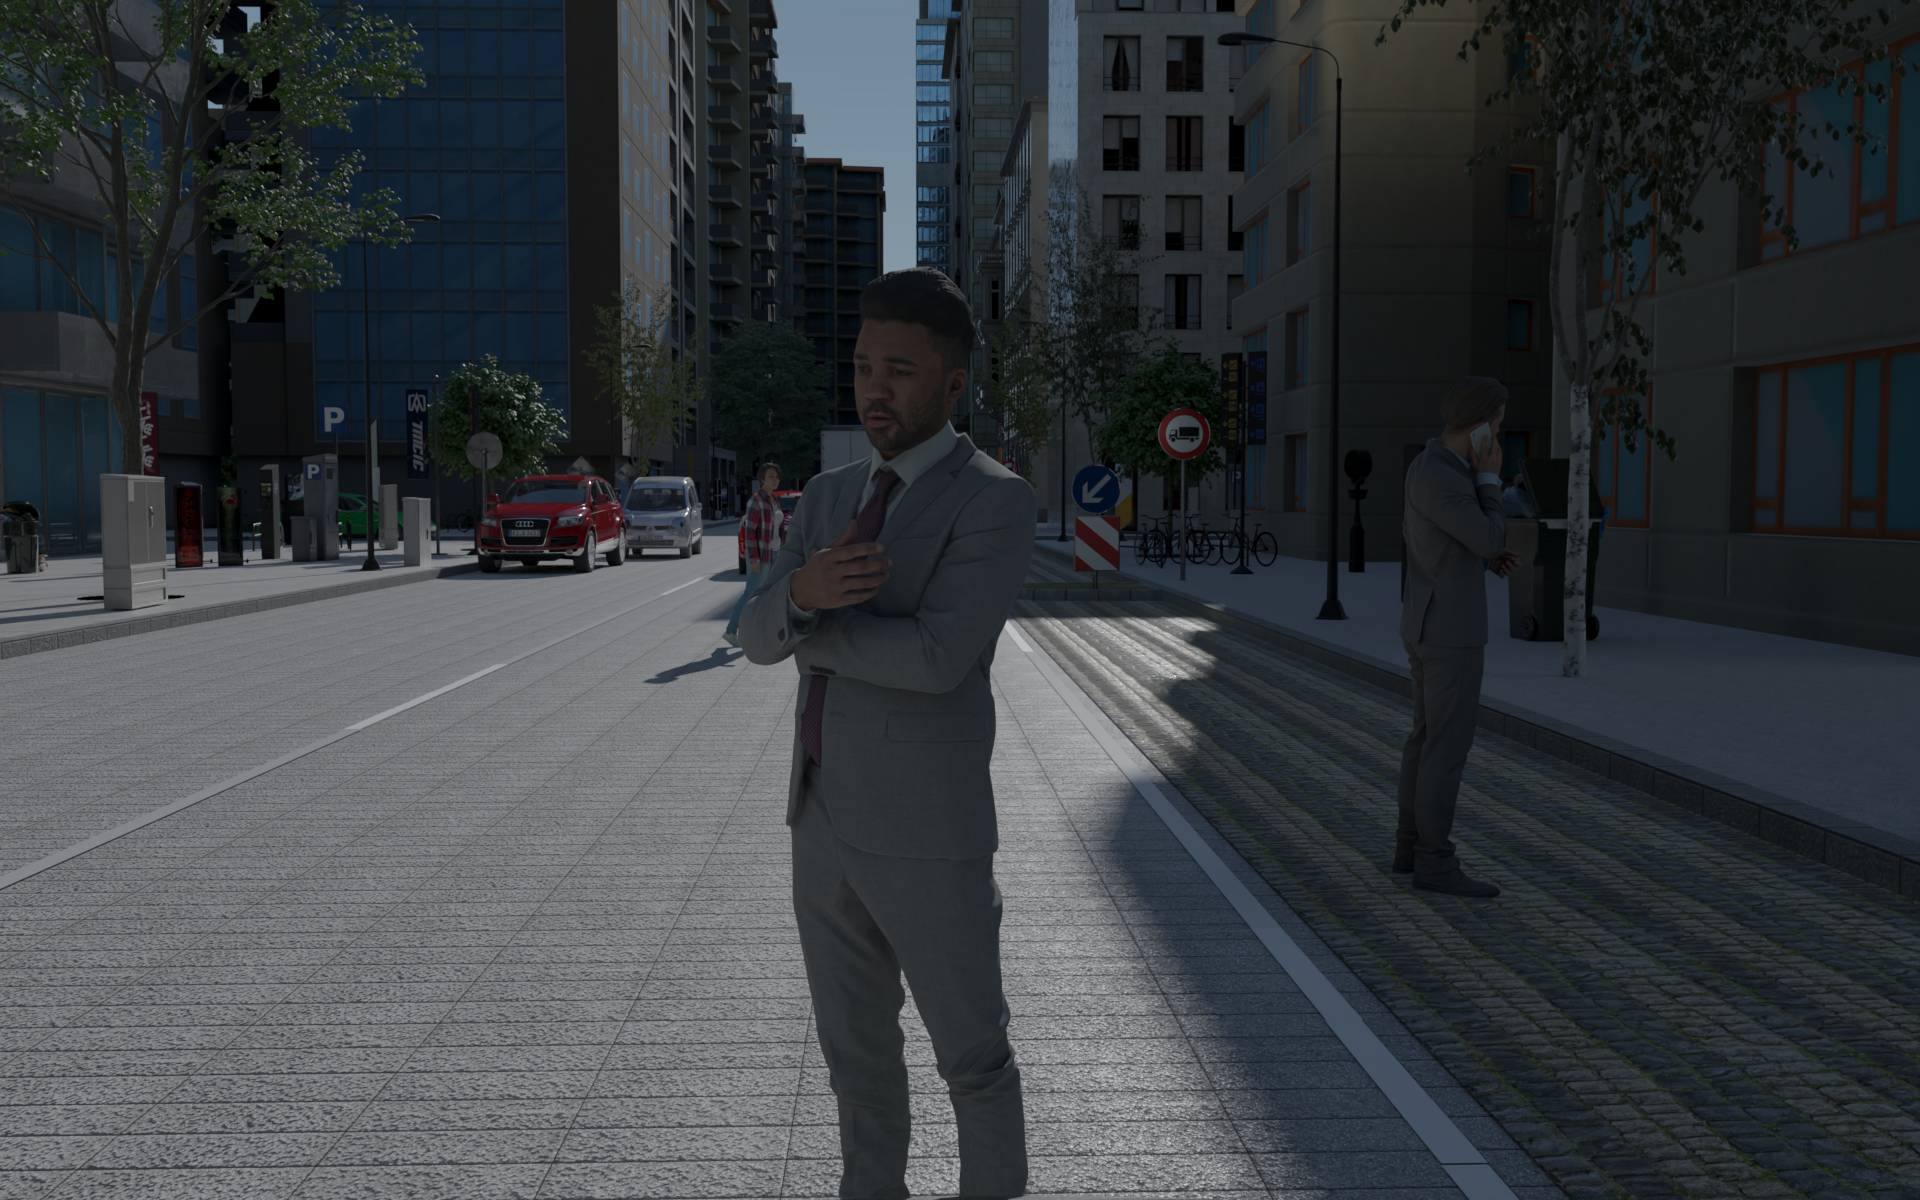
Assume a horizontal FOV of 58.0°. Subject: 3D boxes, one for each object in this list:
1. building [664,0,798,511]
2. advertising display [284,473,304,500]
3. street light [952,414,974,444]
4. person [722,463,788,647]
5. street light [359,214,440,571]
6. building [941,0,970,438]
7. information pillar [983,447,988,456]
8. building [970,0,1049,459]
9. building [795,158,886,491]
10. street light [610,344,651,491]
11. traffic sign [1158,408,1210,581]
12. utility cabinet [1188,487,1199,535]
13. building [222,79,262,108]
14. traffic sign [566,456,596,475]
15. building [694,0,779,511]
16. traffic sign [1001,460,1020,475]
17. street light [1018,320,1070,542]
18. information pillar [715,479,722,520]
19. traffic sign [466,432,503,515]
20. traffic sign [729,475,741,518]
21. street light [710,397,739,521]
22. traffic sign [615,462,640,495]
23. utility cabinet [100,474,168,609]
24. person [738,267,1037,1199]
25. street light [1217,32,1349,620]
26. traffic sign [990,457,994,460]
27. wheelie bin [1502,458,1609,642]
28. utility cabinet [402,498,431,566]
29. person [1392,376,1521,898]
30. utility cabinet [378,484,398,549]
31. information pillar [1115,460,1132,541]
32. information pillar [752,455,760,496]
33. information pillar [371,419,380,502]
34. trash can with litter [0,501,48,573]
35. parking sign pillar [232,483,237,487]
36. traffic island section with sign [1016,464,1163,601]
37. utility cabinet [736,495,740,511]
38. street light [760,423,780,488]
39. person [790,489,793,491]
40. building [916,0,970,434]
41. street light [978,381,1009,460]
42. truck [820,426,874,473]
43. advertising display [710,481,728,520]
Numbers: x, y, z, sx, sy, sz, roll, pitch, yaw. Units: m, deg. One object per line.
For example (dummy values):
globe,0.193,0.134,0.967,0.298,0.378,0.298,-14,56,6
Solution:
building,-26.263,-44.556,166.745,20.563,71.187,20.611,0,4,-2
advertising display,-20.266,-2.922,52.985,0.123,1.923,0.974,1,4,19
street light,0.258,-7.838,100.693,1.470,5.913,1.316,0,4,-2
person,-1.875,-0.425,16.284,0.643,1.720,0.563,1,4,21
street light,-9.328,-3.445,28.865,1.470,5.913,1.316,0,4,-2
building,12.642,-36.774,190.491,28.713,52.752,27.495,0,4,-2
information pillar,1.206,-5.810,86.350,0.504,3.616,0.183,3,5,42
building,7.764,-27.971,140.914,14.154,41.232,14.086,0,4,-2
building,-23.964,-34.793,223.487,28.867,44.769,22.147,0,4,-2
street light,-10.279,-4.973,53.851,1.470,5.913,1.316,0,4,-2
traffic sign,3.310,-1.562,25.642,0.768,2.556,0.104,0,4,2
utility cabinet,7.326,-2.805,54.545,0.318,1.500,1.173,0,4,6
building,-76.848,-38.869,224.744,27.495,52.752,28.713,0,4,-2
traffic sign,-10.066,-2.594,46.051,0.795,2.450,0.064,0,4,-2
building,-26.392,-29.836,142.448,22.147,44.769,28.867,0,4,-2
traffic sign,1.843,-3.953,64.745,0.768,2.556,0.104,0,4,-1
street light,2.243,-4.520,46.440,1.470,5.913,1.316,0,4,-2
information pillar,-11.957,-4.945,85.342,0.304,2.012,0.304,2,4,32
traffic sign,-9.791,-2.174,35.648,0.768,2.556,0.104,0,4,2
traffic sign,-11.892,-5.466,91.501,0.606,2.300,0.079,0,4,6
street light,-11.290,-6.767,83.183,1.470,5.913,1.316,0,4,-2
traffic sign,-10.366,-3.082,54.030,0.795,2.450,0.064,0,4,-2
utility cabinet,-9.293,-0.664,19.534,0.318,1.500,1.173,0,4,-7
person,-0.135,0.356,2.866,0.511,1.800,0.466,2,4,26
street light,3.282,-2.756,17.603,1.470,5.913,1.316,0,4,-2
traffic sign,0.821,-2.617,46.437,0.795,2.450,0.064,0,4,-2
wheelie bin,5.183,-0.450,15.273,0.980,1.594,0.693,-1,4,-9
utility cabinet,-9.779,-1.227,31.228,0.306,1.237,1.020,0,4,-6
person,1.820,0.123,6.299,0.447,1.846,0.655,0,4,1
utility cabinet,-13.300,-1.930,40.228,0.318,1.500,1.173,-2,4,-24
information pillar,4.438,-3.408,47.079,0.504,3.616,0.183,2,4,31
information pillar,-12.356,-6.958,105.118,0.504,3.616,0.183,1,4,11
information pillar,-18.252,-3.828,53.943,0.504,3.616,0.183,2,4,32
trash can with litter,-15.266,-1.028,28.195,0.624,1.170,1.055,-1,4,-14
parking sign pillar,-49.858,-8.006,119.378,1.447,3.967,1.447,0,4,8
traffic island section with sign,1.691,-0.940,23.998,1.989,1.847,2.006,0,4,-2
utility cabinet,-16.514,-7.151,128.079,0.306,1.237,1.020,-1,4,-20
street light,-12.404,-8.570,112.666,1.470,5.913,1.316,0,4,-2
person,-11.753,-6.876,121.113,0.537,1.800,0.526,1,4,11
building,5.928,-55.731,223.871,31.000,86.520,22.319,0,4,-2
street light,1.449,-6.024,71.038,1.470,5.913,1.316,0,4,-2
truck,-4.499,-5.351,76.395,2.839,4.237,11.283,0,4,0
advertising display,-12.071,-4.988,86.760,0.974,1.923,0.123,1,4,16
